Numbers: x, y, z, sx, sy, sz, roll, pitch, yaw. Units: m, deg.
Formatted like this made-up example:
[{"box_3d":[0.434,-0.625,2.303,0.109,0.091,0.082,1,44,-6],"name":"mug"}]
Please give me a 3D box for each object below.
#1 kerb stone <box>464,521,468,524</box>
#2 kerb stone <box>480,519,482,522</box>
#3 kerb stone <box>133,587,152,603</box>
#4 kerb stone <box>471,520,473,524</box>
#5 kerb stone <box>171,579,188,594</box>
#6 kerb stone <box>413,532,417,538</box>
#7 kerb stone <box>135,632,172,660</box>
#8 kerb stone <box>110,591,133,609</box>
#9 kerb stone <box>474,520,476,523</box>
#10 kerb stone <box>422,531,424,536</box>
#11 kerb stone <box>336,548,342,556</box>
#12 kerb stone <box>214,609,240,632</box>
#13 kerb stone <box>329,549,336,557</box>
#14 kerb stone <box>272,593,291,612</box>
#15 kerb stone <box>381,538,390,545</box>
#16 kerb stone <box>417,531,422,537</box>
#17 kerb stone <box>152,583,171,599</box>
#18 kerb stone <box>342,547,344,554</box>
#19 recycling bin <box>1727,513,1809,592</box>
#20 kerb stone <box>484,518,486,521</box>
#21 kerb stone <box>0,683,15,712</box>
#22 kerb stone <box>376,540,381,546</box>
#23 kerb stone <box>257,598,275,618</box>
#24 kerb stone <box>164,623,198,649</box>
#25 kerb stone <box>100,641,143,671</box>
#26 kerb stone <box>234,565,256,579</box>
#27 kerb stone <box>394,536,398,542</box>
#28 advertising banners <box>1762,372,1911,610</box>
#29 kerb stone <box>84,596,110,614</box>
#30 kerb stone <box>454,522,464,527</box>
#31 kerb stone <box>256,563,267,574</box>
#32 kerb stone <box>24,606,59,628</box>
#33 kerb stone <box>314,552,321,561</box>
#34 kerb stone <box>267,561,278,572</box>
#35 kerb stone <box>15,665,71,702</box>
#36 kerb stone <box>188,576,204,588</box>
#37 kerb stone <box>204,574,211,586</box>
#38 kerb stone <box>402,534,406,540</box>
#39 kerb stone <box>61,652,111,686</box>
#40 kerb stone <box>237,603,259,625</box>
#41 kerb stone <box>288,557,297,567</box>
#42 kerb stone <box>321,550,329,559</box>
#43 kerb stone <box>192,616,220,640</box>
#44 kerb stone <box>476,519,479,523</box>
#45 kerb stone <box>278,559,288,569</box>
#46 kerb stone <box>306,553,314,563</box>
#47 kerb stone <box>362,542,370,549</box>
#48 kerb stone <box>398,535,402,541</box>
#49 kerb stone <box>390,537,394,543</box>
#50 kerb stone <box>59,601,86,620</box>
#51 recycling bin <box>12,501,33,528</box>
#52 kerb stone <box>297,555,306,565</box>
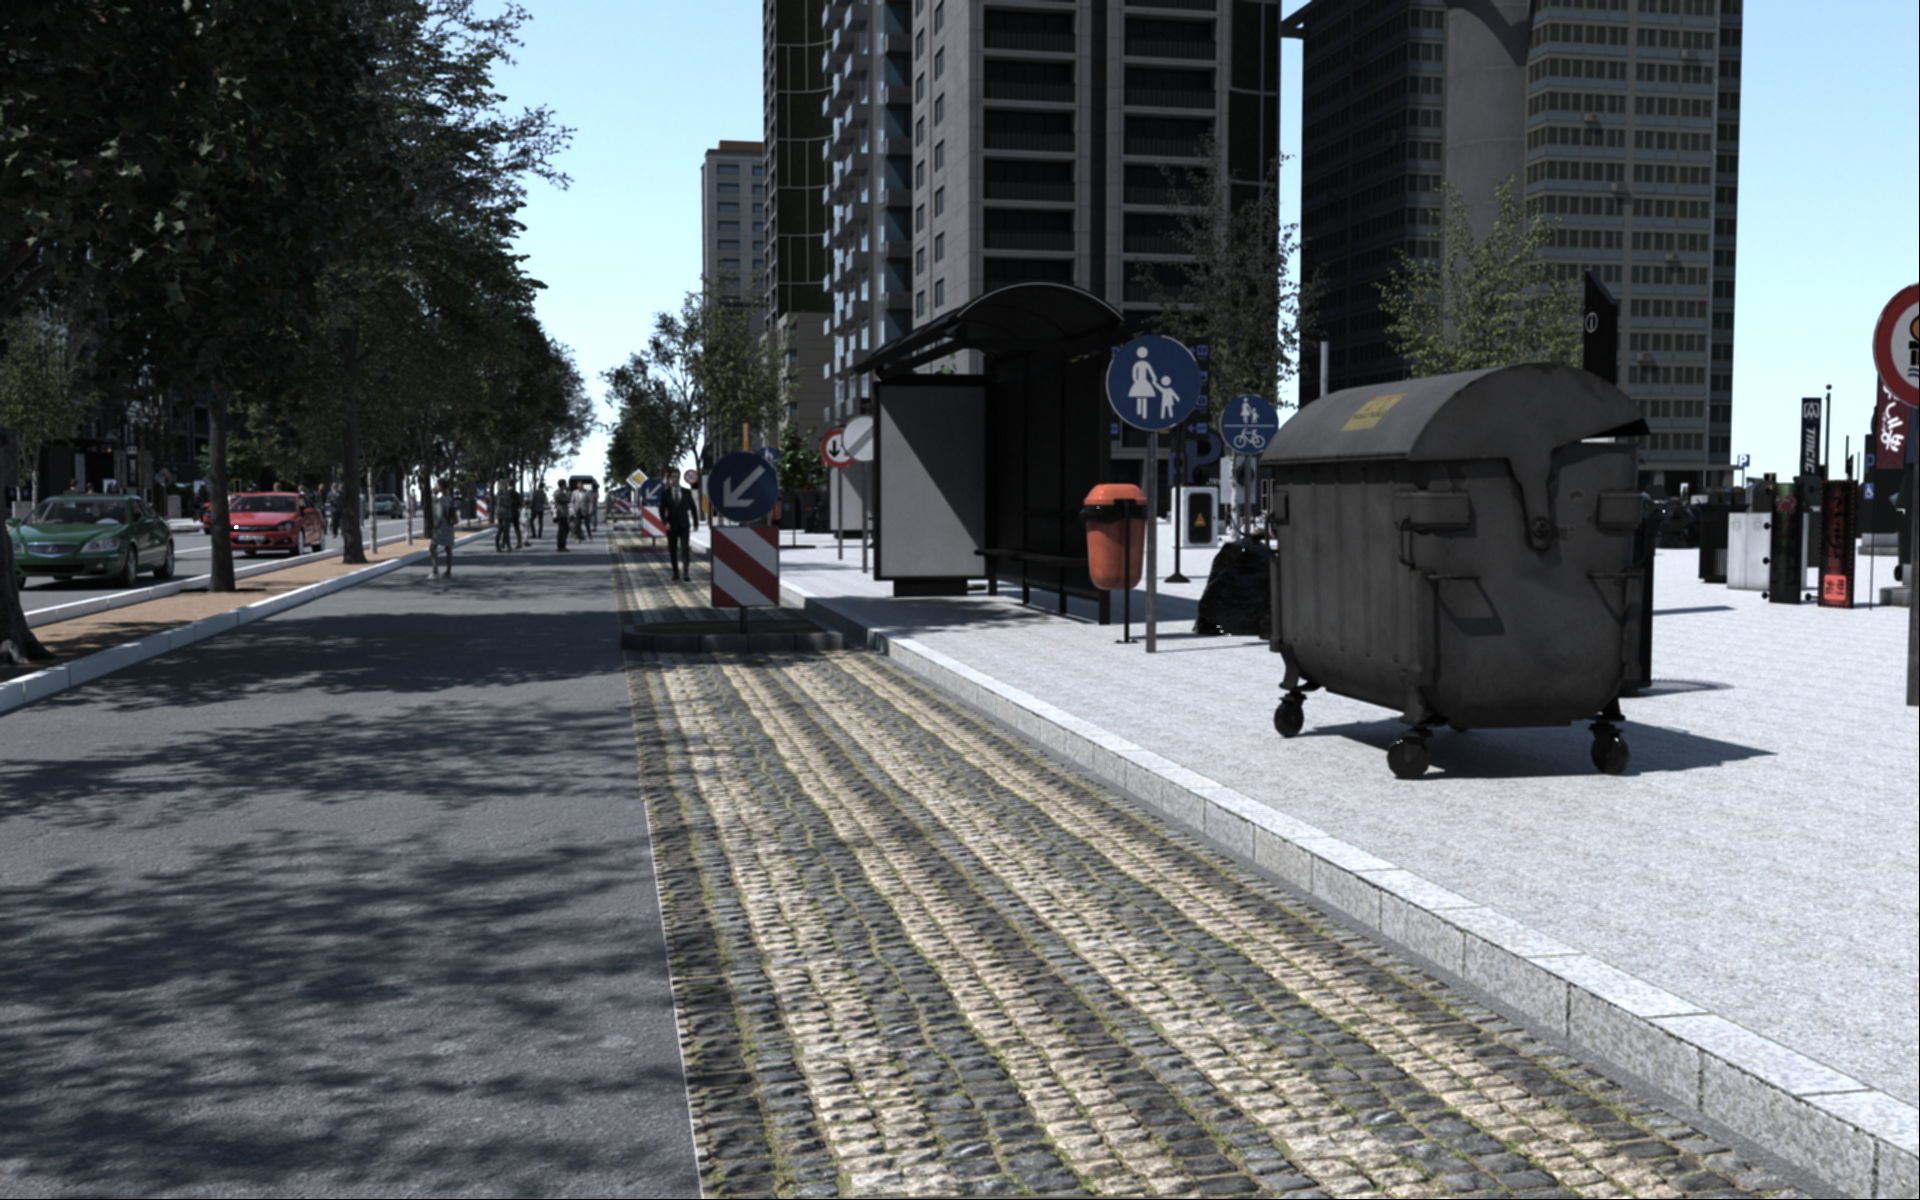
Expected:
[{"box_3d":[-22.292,-3.394,77.690,0.120,0.150,1.000,-1,4,-12],"name":"kerb stone"},{"box_3d":[-24.178,-3.948,86.746,0.120,0.150,1.000,-1,4,-12],"name":"kerb stone"},{"box_3d":[-10.917,-0.045,22.925,0.120,0.150,1.000,-1,4,-12],"name":"kerb stone"},{"box_3d":[-22.921,-3.579,80.712,0.120,0.150,1.000,-1,4,-12],"name":"kerb stone"},{"box_3d":[-11.337,-0.167,24.927,0.120,0.150,1.000,-1,4,-12],"name":"kerb stone"},{"box_3d":[-17.787,-2.071,56.051,0.120,0.150,1.000,-1,4,-12],"name":"kerb stone"},{"box_3d":[-7.203,0.418,15.362,0.120,0.150,1.000,-1,4,-12],"name":"kerb stone"},{"box_3d":[-10.700,0.020,21.921,0.120,0.150,1.000,-1,4,-12],"name":"kerb stone"},{"box_3d":[-23.346,-3.700,82.722,0.120,0.150,1.000,-1,4,-12],"name":"kerb stone"},{"box_3d":[-18.430,-2.250,59.058,0.120,0.150,1.000,-1,4,-12],"name":"kerb stone"},{"box_3d":[-14.463,-1.088,39.991,0.120,0.150,1.000,-1,4,-12],"name":"kerb stone"},{"box_3d":[-7.828,0.234,18.366,0.120,0.150,1.000,-1,4,-12],"name":"kerb stone"},{"box_3d":[-14.252,-1.027,38.991,0.120,0.150,1.000,-1,4,-12],"name":"kerb stone"},{"box_3d":[-8.448,0.050,21.382,0.120,0.150,1.000,-1,4,-12],"name":"kerb stone"},{"box_3d":[-16.337,-1.636,49.037,0.120,0.150,1.000,-1,4,-12],"name":"kerb stone"},{"box_3d":[-18.217,-2.193,58.058,0.120,0.150,1.000,-1,4,-12],"name":"kerb stone"},{"box_3d":[-11.117,-0.106,23.928,0.120,0.150,1.000,-1,4,-12],"name":"kerb stone"},{"box_3d":[-14.679,-1.145,40.990,0.120,0.150,1.000,-1,4,-12],"name":"kerb stone"},{"box_3d":[10.813,-0.651,23.194,0.722,1.027,0.722,-1,4,-21],"name":"recycling bin"},{"box_3d":[-24.804,-4.127,89.760,0.120,0.150,1.000,-1,4,-12],"name":"kerb stone"},{"box_3d":[-6.368,0.666,11.356,0.120,0.150,1.000,-1,4,-12],"name":"kerb stone"},{"box_3d":[-15.927,-1.516,47.018,0.120,0.150,1.000,-1,4,-12],"name":"kerb stone"},{"box_3d":[-8.244,0.115,20.380,0.120,0.150,1.000,-1,4,-12],"name":"kerb stone"},{"box_3d":[-7.409,0.357,16.365,0.120,0.150,1.000,-1,4,-12],"name":"kerb stone"},{"box_3d":[-6.993,0.479,14.362,0.120,0.150,1.000,-1,4,-12],"name":"kerb stone"},{"box_3d":[-12.371,-0.472,29.946,0.120,0.150,1.000,-1,4,-12],"name":"kerb stone"},{"box_3d":[-16.753,-1.763,51.042,0.120,0.150,1.000,-1,4,-12],"name":"kerb stone"},{"box_3d":[9.878,-1.426,19.496,0.090,3.025,2.074,-1,4,-18],"name":"advertising banners"},{"box_3d":[-10.501,0.078,20.918,0.120,0.150,1.000,-1,4,-12],"name":"kerb stone"},{"box_3d":[-21.877,-3.271,75.674,0.120,0.150,1.000,-1,4,-12],"name":"kerb stone"},{"box_3d":[-12.584,-0.536,30.956,0.120,0.150,1.000,-1,4,-12],"name":"kerb stone"},{"box_3d":[-10.085,0.201,18.915,0.120,0.150,1.000,-1,4,-12],"name":"kerb stone"},{"box_3d":[-13.847,-0.899,36.986,0.120,0.150,1.000,-1,4,-12],"name":"kerb stone"},{"box_3d":[-12.792,-0.595,31.960,0.120,0.150,1.000,-1,4,-12],"name":"kerb stone"},{"box_3d":[-6.574,0.603,12.357,0.120,0.150,1.000,-1,4,-12],"name":"kerb stone"},{"box_3d":[-11.538,-0.229,25.933,0.120,0.150,1.000,-1,4,-12],"name":"kerb stone"},{"box_3d":[-11.758,-0.290,26.939,0.120,0.150,1.000,-1,4,-12],"name":"kerb stone"},{"box_3d":[-17.172,-1.883,53.047,0.120,0.150,1.000,-1,4,-12],"name":"kerb stone"},{"box_3d":[-6.778,0.542,13.362,0.120,0.150,1.000,-1,4,-12],"name":"kerb stone"},{"box_3d":[-8.028,0.173,19.373,0.120,0.150,1.000,-1,4,-12],"name":"kerb stone"},{"box_3d":[-13.204,-0.716,33.982,0.120,0.150,1.000,-1,4,-12],"name":"kerb stone"},{"box_3d":[-14.048,-0.963,37.988,0.120,0.150,1.000,-1,4,-12],"name":"kerb stone"},{"box_3d":[-7.617,0.295,17.366,0.120,0.150,1.000,-1,4,-12],"name":"kerb stone"},{"box_3d":[-23.758,-3.825,84.735,0.120,0.150,1.000,-1,4,-12],"name":"kerb stone"},{"box_3d":[-13.001,-0.659,32.972,0.120,0.150,1.000,-1,4,-12],"name":"kerb stone"},{"box_3d":[-13.628,-0.843,35.986,0.120,0.150,1.000,-1,4,-12],"name":"kerb stone"},{"box_3d":[-15.718,-1.457,46.014,0.120,0.150,1.000,-1,4,-12],"name":"kerb stone"},{"box_3d":[-16.967,-1.825,52.042,0.120,0.150,1.000,-1,4,-12],"name":"kerb stone"},{"box_3d":[-16.545,-1.703,50.041,0.120,0.150,1.000,-1,4,-12],"name":"kerb stone"},{"box_3d":[-10.293,0.139,19.917,0.120,0.150,1.000,-1,4,-12],"name":"kerb stone"},{"box_3d":[-32.371,-2.899,59.949,0.722,1.027,0.722,-2,4,-30],"name":"recycling bin"},{"box_3d":[-13.419,-0.782,34.981,0.120,0.150,1.000,-1,4,-12],"name":"kerb stone"}]
